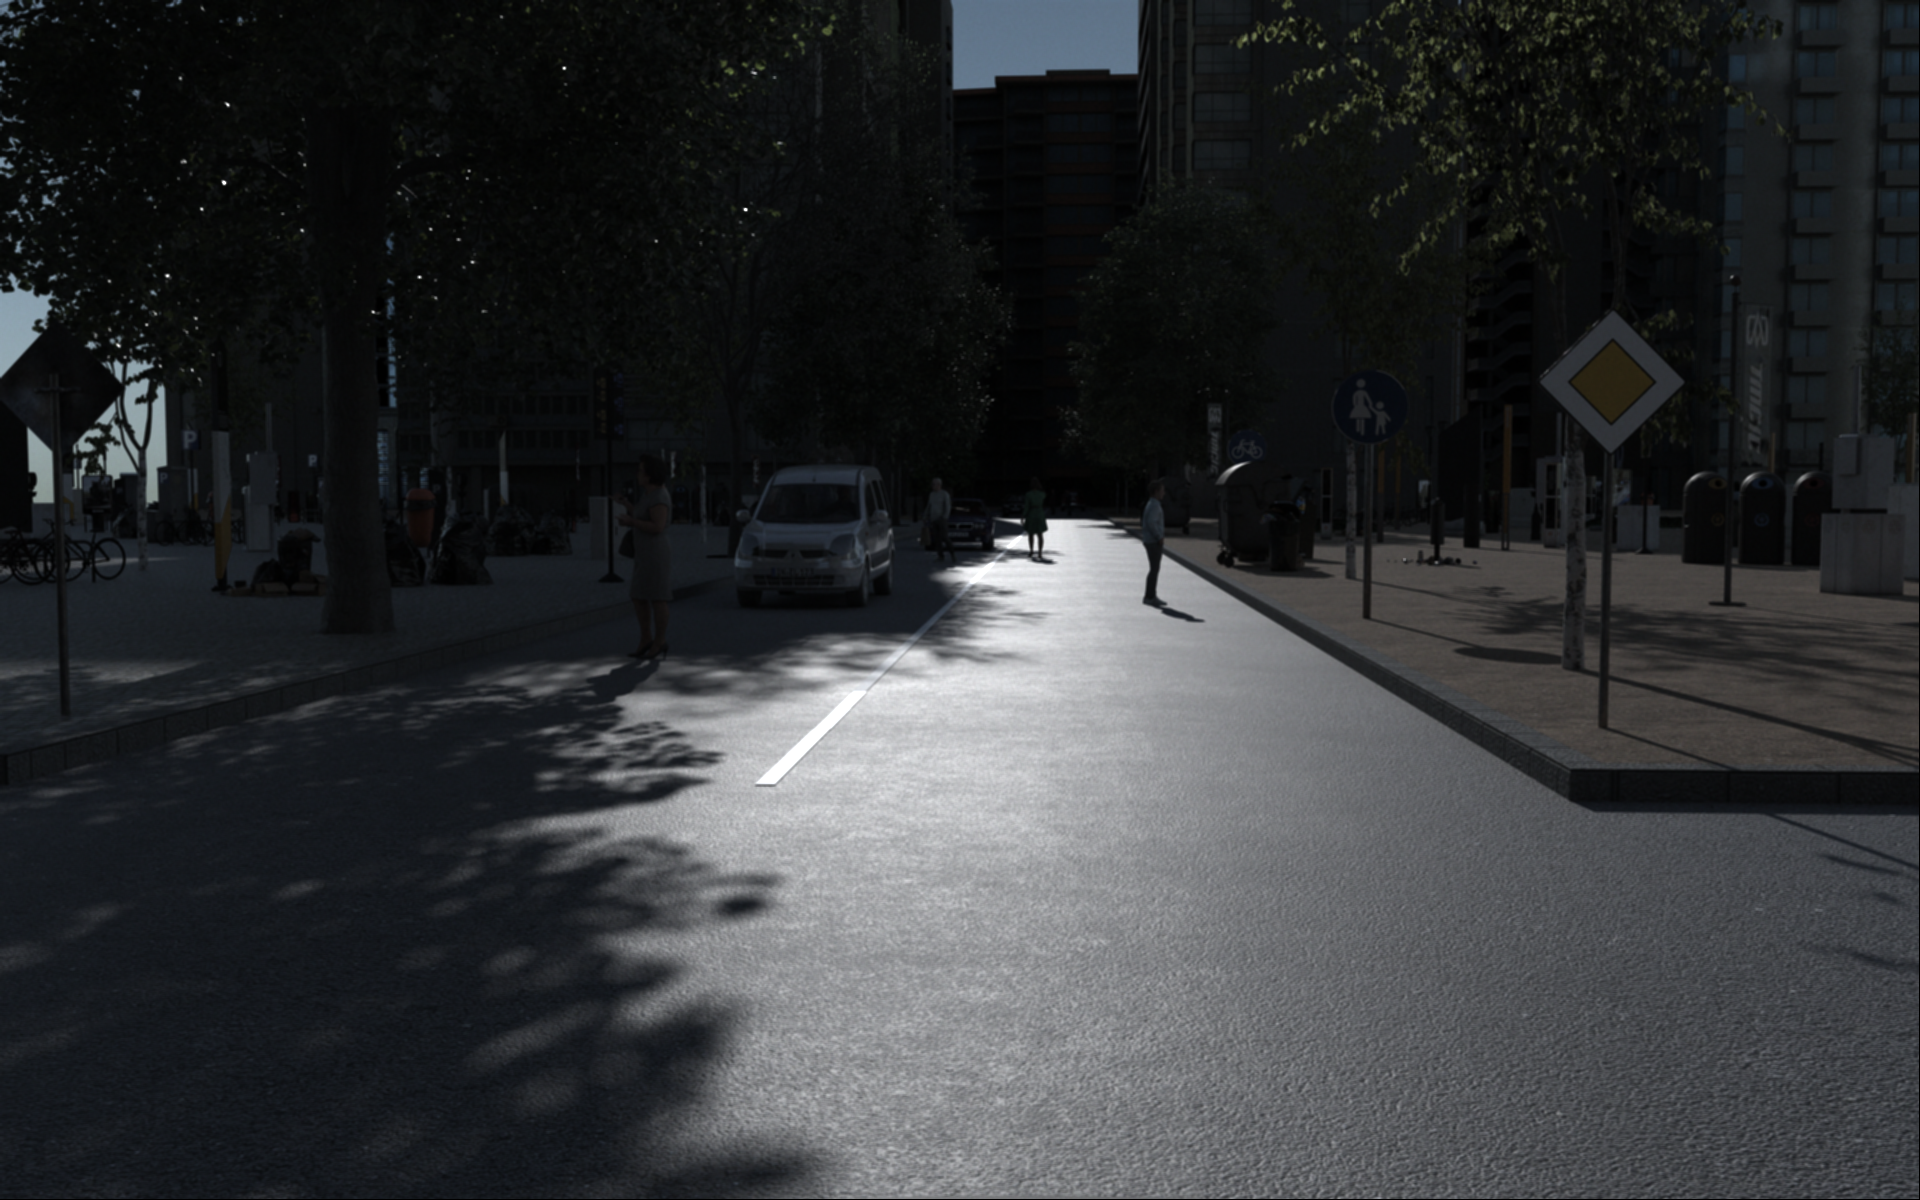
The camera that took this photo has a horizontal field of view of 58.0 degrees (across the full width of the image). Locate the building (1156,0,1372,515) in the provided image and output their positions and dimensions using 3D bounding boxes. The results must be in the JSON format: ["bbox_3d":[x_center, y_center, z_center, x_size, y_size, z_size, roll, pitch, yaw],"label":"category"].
[{"bbox_3d":[21.334,-27.106,126.780,14.154,41.232,14.086,0,4,3],"label":"building"}]

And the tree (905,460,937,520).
[{"bbox_3d":[-1.999,-5.659,87.126,1.663,3.219,1.824,0,3,0],"label":"tree"}]

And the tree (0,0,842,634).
[{"bbox_3d":[-5.523,-6.675,15.793,9.857,13.997,8.962,0,3,0],"label":"tree"}]

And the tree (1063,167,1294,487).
[{"bbox_3d":[8.775,-9.946,69.272,9.857,13.997,8.962,0,3,0],"label":"tree"}]

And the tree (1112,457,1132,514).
[{"bbox_3d":[10.357,-9.840,111.242,4.360,8.622,3.978,0,3,0],"label":"tree"}]

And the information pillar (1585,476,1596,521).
[{"bbox_3d":[25.996,-4.094,71.426,0.304,2.012,0.304,-3,5,-43],"label":"information pillar"}]

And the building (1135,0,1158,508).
[{"bbox_3d":[25.906,-31.851,144.468,21.300,48.544,21.600,0,4,3],"label":"building"}]

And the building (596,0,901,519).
[{"bbox_3d":[-10.844,-24.992,92.211,14.154,41.232,14.086,0,4,3],"label":"building"}]

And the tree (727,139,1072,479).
[{"bbox_3d":[-2.873,-8.454,55.225,9.611,12.733,9.660,0,3,0],"label":"tree"}]

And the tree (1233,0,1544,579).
[{"bbox_3d":[6.117,-4.618,25.873,4.737,8.622,4.395,0,3,0],"label":"tree"}]

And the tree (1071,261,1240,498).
[{"bbox_3d":[9.285,-10.176,83.378,9.611,12.733,9.660,0,3,0],"label":"tree"}]

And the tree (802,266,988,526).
[{"bbox_3d":[-2.678,-8.754,68.884,9.928,11.665,9.643,0,3,0],"label":"tree"}]

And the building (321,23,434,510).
[{"bbox_3d":[-38.094,-51.033,147.059,31.000,86.520,22.319,0,4,3],"label":"building"}]

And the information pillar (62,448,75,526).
[{"bbox_3d":[-36.265,-4.828,70.289,0.504,3.616,0.183,-2,4,-31],"label":"information pillar"}]

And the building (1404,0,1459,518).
[{"bbox_3d":[19.837,-25.389,98.701,14.154,41.232,14.086,0,4,3],"label":"building"}]

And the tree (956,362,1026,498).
[{"bbox_3d":[1.116,-11.303,119.214,7.601,10.594,8.767,0,4,8],"label":"tree"}]

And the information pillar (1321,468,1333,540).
[{"bbox_3d":[10.368,-2.719,48.951,0.304,2.012,0.304,1,4,17],"label":"information pillar"}]

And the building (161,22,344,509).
[{"bbox_3d":[-60.759,-28.761,153.843,14.086,41.232,14.154,0,4,3],"label":"building"}]

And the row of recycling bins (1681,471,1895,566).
[{"bbox_3d":[15.026,-1.490,31.467,3.534,1.692,1.069,2,4,26],"label":"row of recycling bins"}]

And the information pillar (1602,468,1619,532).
[{"bbox_3d":[18.523,-2.741,49.307,0.304,2.012,0.304,-1,4,-12],"label":"information pillar"}]

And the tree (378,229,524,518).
[{"bbox_3d":[-14.051,-5.948,47.609,4.360,8.622,3.978,0,3,0],"label":"tree"}]

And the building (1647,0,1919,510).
[{"bbox_3d":[71.880,-31.912,141.366,30.456,49.044,23.786,0,4,3],"label":"building"}]

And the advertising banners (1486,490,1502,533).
[{"bbox_3d":[16.691,-3.682,56.396,2.074,3.025,0.090,-1,4,-11],"label":"advertising banners"}]

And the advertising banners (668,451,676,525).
[{"bbox_3d":[-12.139,-4.601,71.418,0.090,3.025,2.074,-2,4,-35],"label":"advertising banners"}]

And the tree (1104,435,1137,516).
[{"bbox_3d":[9.515,-9.193,100.670,4.737,8.622,4.395,0,3,0],"label":"tree"}]

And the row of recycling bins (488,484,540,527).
[{"bbox_3d":[-17.712,-3.785,69.003,1.069,1.692,3.534,1,4,11],"label":"row of recycling bins"}]

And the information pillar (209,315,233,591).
[{"bbox_3d":[-9.803,-1.933,22.966,0.183,3.616,0.504,0,4,-8],"label":"information pillar"}]

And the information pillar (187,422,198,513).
[{"bbox_3d":[-24.990,-3.978,56.392,0.504,3.616,0.183,3,5,41],"label":"information pillar"}]

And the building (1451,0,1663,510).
[{"bbox_3d":[49.903,-30.452,147.996,14.200,45.320,14.600,0,4,3],"label":"building"}]

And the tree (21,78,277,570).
[{"bbox_3d":[-13.770,-4.823,29.215,4.737,8.622,4.395,0,3,0],"label":"tree"}]

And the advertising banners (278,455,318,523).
[{"bbox_3d":[-29.998,-5.004,78.009,2.074,3.025,0.090,-1,4,-13],"label":"advertising banners"}]

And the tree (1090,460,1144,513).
[{"bbox_3d":[10.977,-8.237,118.386,4.285,4.588,4.351,0,3,0],"label":"tree"}]

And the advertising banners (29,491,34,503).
[{"bbox_3d":[-38.853,-4.545,70.499,0.090,3.025,2.074,3,5,43],"label":"advertising banners"}]

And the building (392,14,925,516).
[{"bbox_3d":[-18.921,-25.681,111.764,32.217,40.220,23.993,0,4,3],"label":"building"}]

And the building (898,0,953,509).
[{"bbox_3d":[-11.769,-32.059,147.858,21.600,48.544,21.300,0,4,3],"label":"building"}]

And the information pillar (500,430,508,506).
[{"bbox_3d":[-16.683,-4.406,63.396,0.183,3.616,0.504,-3,5,-41],"label":"information pillar"}]

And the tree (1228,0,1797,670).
[{"bbox_3d":[4.303,-3.790,12.327,4.360,8.622,3.978,0,3,0],"label":"tree"}]

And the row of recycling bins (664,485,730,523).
[{"bbox_3d":[-12.008,-4.272,76.955,3.534,1.692,1.069,-1,4,-13],"label":"row of recycling bins"}]

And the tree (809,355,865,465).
[{"bbox_3d":[-5.214,-7.964,80.567,4.737,8.622,4.395,0,3,0],"label":"tree"}]

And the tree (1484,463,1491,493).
[{"bbox_3d":[22.781,-4.996,76.286,1.663,3.219,1.824,0,3,0],"label":"tree"}]

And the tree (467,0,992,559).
[{"bbox_3d":[-4.472,-7.580,34.299,12.009,13.543,11.850,0,3,0],"label":"tree"}]

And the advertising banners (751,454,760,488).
[{"bbox_3d":[-8.479,-4.935,76.876,0.090,3.025,2.074,3,5,43],"label":"advertising banners"}]

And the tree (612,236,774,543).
[{"bbox_3d":[-6.995,-5.808,45.316,4.737,8.622,4.395,0,3,0],"label":"tree"}]

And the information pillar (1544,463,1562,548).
[{"bbox_3d":[14.130,-2.250,41.273,0.304,2.012,0.304,3,4,39],"label":"information pillar"}]

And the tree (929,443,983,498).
[{"bbox_3d":[-0.223,-7.183,101.149,4.285,4.588,4.351,0,3,0],"label":"tree"}]

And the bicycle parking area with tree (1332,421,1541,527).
[{"bbox_3d":[19.275,-5.124,70.783,9.016,4.147,8.231,1,4,23],"label":"bicycle parking area with tree"}]

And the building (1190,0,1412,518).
[{"bbox_3d":[20.497,-26.248,112.746,14.154,41.232,14.086,0,4,3],"label":"building"}]

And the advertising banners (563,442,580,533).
[{"bbox_3d":[-12.876,-3.753,57.548,0.090,3.025,2.074,0,4,2],"label":"advertising banners"}]

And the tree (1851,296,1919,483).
[{"bbox_3d":[35.524,-7.025,65.215,4.737,8.622,4.395,0,3,0],"label":"tree"}]
